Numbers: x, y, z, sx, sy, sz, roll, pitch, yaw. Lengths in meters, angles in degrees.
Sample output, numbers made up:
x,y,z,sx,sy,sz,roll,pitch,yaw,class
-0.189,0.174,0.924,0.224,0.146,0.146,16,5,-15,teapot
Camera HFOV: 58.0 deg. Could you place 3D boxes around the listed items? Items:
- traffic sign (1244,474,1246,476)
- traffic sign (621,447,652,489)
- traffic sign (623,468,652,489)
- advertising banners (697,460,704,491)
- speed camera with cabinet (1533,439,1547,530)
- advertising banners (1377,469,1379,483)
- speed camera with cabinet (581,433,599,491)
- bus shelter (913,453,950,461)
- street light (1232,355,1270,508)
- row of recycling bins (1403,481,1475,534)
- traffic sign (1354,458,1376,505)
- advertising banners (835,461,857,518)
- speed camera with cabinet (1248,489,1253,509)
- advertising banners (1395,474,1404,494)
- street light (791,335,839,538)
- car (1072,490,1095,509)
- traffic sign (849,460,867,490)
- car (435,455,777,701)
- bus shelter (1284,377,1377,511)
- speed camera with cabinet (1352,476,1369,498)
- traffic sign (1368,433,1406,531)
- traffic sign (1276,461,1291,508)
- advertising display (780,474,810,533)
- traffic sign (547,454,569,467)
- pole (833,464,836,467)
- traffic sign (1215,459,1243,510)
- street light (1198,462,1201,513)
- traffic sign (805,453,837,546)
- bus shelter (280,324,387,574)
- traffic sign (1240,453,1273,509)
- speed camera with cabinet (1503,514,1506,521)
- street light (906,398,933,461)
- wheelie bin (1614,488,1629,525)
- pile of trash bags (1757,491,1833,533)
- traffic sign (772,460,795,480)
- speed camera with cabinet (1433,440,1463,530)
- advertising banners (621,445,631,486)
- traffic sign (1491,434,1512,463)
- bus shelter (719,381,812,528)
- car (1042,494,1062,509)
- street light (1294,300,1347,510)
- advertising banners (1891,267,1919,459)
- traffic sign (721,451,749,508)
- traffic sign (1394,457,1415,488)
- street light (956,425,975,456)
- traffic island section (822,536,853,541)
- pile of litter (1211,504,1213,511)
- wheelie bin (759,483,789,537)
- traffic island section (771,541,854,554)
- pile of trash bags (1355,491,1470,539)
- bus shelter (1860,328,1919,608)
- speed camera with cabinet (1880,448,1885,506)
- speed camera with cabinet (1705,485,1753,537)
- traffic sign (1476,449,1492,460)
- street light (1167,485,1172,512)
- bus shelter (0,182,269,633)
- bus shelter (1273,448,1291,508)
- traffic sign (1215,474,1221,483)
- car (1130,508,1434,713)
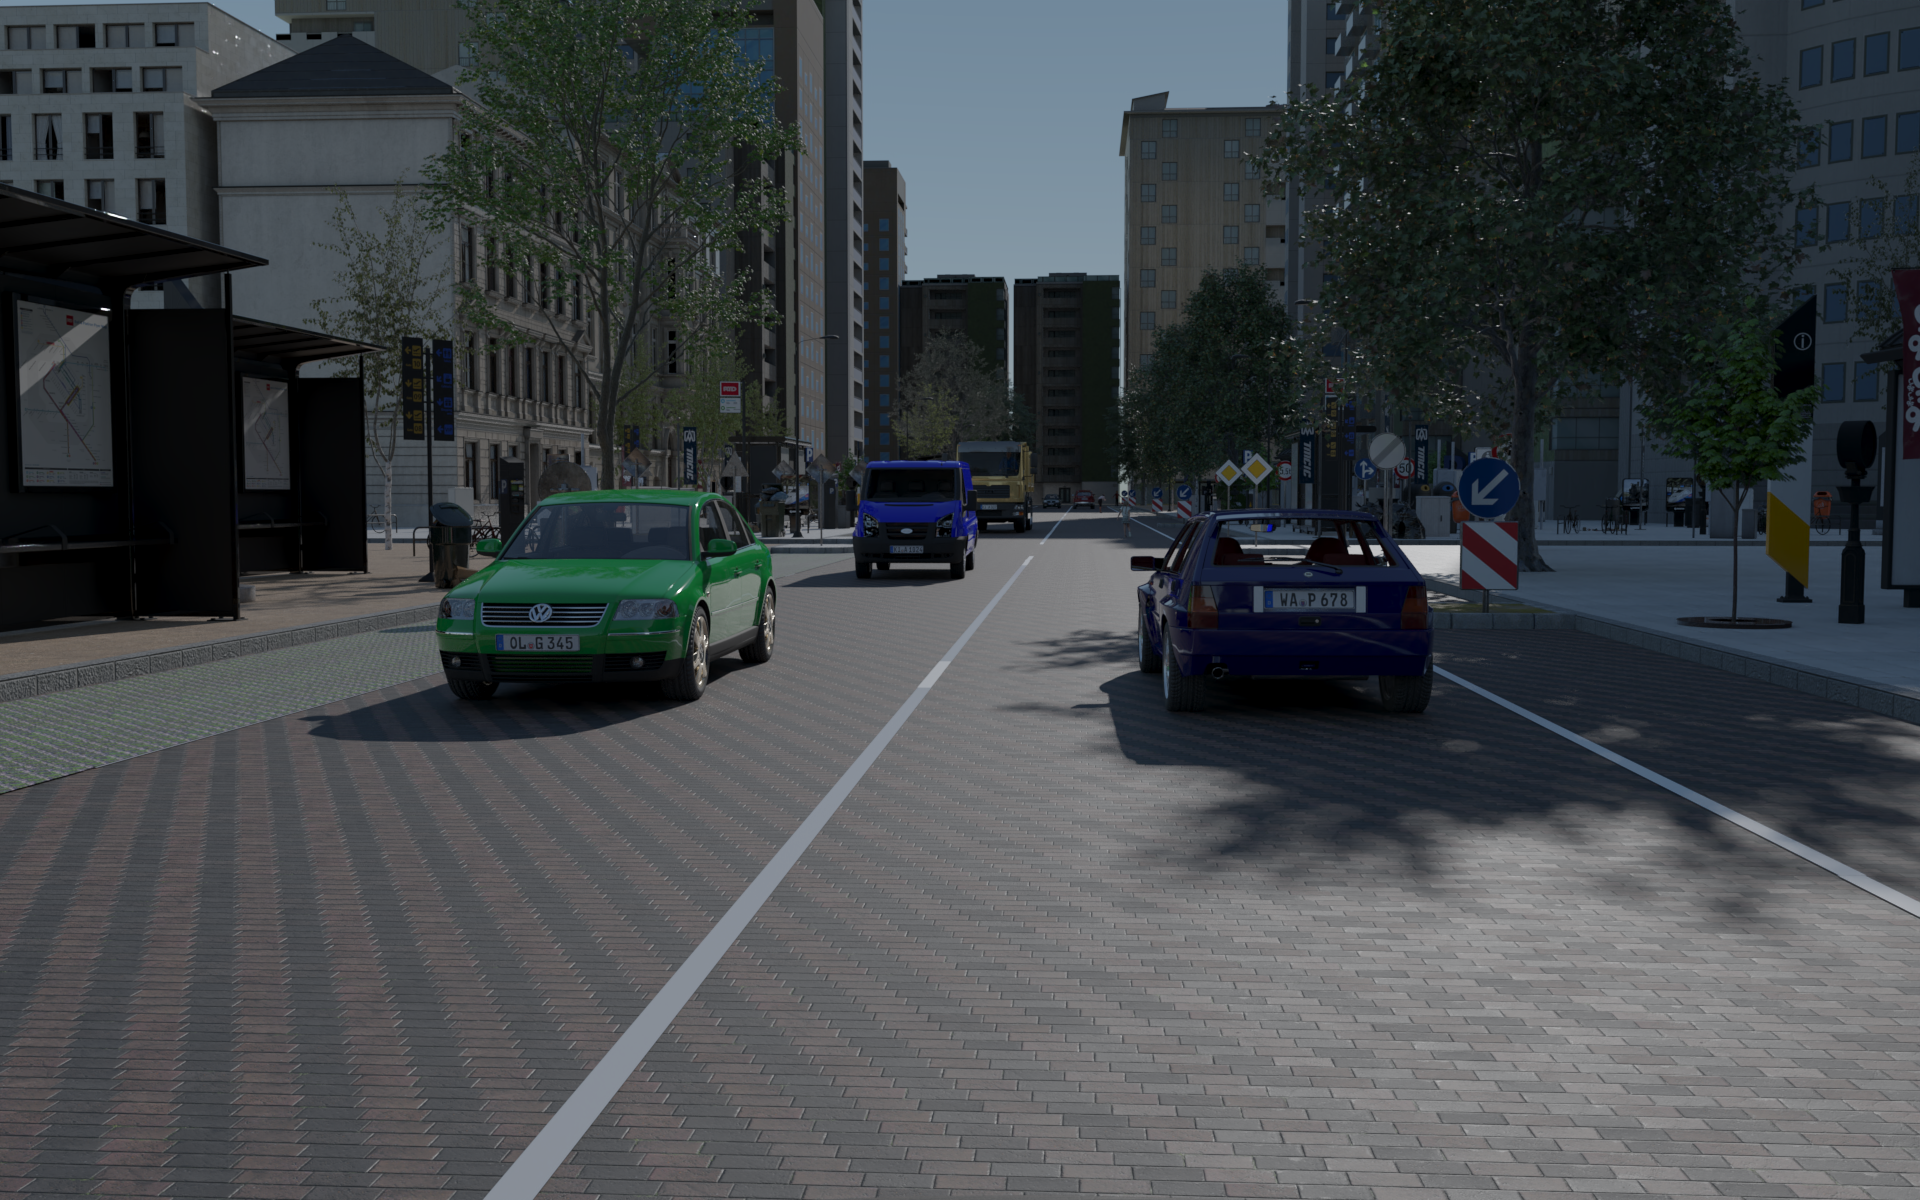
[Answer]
x,y,z,sx,sy,sz,roll,pitch,yaw,class
17.195,-6.340,103.759,0.768,2.556,0.104,1,4,10,traffic sign
-7.993,-2.547,42.823,0.795,2.450,0.064,1,4,9,traffic sign
-9.462,-3.110,50.845,0.884,2.594,0.081,1,4,9,traffic sign
-13.865,-5.673,88.947,2.074,3.025,0.090,2,4,35,advertising banners
20.817,-4.207,63.128,0.660,3.252,2.038,0,4,4,speed camera with cabinet
28.619,-7.548,119.593,0.090,3.025,2.074,0,4,-3,advertising banners
-11.985,-3.760,55.814,0.660,3.252,2.038,-1,4,-10,speed camera with cabinet
-1.721,-6.848,103.252,1.731,3.624,6.357,0,4,4,bus shelter
9.749,-5.211,57.748,1.470,5.913,1.316,0,4,4,street light
16.186,-3.006,56.266,3.534,1.692,1.069,0,4,2,row of recycling bins
14.423,-3.767,61.691,0.768,2.556,0.104,1,4,8,traffic sign
-6.095,-5.967,93.747,0.090,3.025,2.074,2,4,35,advertising banners
16.985,-6.540,101.270,0.660,3.252,2.038,2,4,34,speed camera with cabinet
21.250,-5.273,82.409,2.074,3.025,0.090,-3,4,-39,advertising banners
-4.243,-4.788,50.827,1.470,5.913,1.316,0,4,4,street light
11.918,-9.675,166.862,2.281,1.827,5.304,0,4,2,car
-2.864,-2.882,50.758,0.795,2.450,0.064,0,4,4,traffic sign
-2.583,-0.286,13.469,1.959,1.807,4.718,0,4,3,car
11.989,-4.867,57.207,2.179,5.291,8.768,0,4,4,bus shelter
20.785,-5.798,89.139,2.038,3.252,0.660,0,4,6,speed camera with cabinet
8.847,-2.193,35.969,0.768,2.556,0.104,0,4,6,traffic sign
12.438,-4.047,66.270,0.768,2.556,0.104,1,4,9,traffic sign
-5.375,-3.139,56.533,0.974,1.923,0.123,0,4,6,advertising display
-10.234,-2.570,44.153,0.606,2.300,0.079,1,4,12,traffic sign
-8.551,-7.580,117.774,0.158,3.312,0.155,0,3,0,pole
7.752,-2.835,49.992,0.795,2.450,0.064,0,4,4,traffic sign
12.143,-7.282,91.608,1.470,5.913,1.316,0,4,4,street light
-3.425,-2.395,42.793,0.795,2.450,0.064,0,4,4,traffic sign
-10.214,-2.046,24.736,1.731,3.624,6.357,0,4,4,bus shelter
7.191,-2.348,42.027,0.795,2.450,0.064,0,4,4,traffic sign
19.045,-4.086,61.137,2.038,3.252,0.660,-2,4,-32,speed camera with cabinet
-2.007,-6.787,83.511,1.470,5.913,1.316,0,4,4,street light
28.032,-3.989,73.126,0.693,1.594,0.980,0,4,5,wheelie bin
27.518,-2.976,58.407,3.447,1.369,1.912,2,4,33,pile of trash bags
-5.943,-3.495,58.321,0.795,2.450,0.064,0,4,5,traffic sign
17.606,-4.158,62.319,0.660,3.252,2.038,0,4,-1,speed camera with cabinet
-12.558,-4.022,61.950,2.074,3.025,0.090,1,4,18,advertising banners
11.443,-2.201,36.084,0.768,2.556,0.104,1,4,11,traffic sign
-7.249,-5.287,64.081,2.179,5.291,8.768,0,4,4,bus shelter
9.124,-9.894,171.553,2.009,1.686,4.222,0,4,6,car
8.693,-4.221,41.550,1.470,5.913,1.316,0,4,4,street light
8.219,-1.049,13.343,2.074,3.025,0.090,0,4,7,advertising banners
-6.796,-3.195,52.238,0.884,2.594,0.081,1,4,11,traffic sign
15.228,-3.620,59.294,0.768,2.556,0.104,1,4,10,traffic sign
0.287,-8.786,116.191,1.470,5.913,1.316,0,4,4,street light
-2.888,-1.746,50.821,2.009,0.180,2.903,0,4,4,traffic island section
15.042,-5.470,103.395,1.176,0.858,1.719,0,4,5,pile of litter
-5.558,-2.665,51.488,0.980,1.594,0.693,1,4,14,wheelie bin
-3.449,-1.258,42.856,2.009,0.180,2.903,0,4,4,traffic island section
12.975,-2.454,49.881,3.447,1.369,1.912,1,4,13,pile of trash bags
11.049,-1.408,16.940,2.014,3.302,5.546,0,4,4,bus shelter
18.212,-2.313,32.161,2.038,3.252,0.660,0,4,-8,speed camera with cabinet
23.505,-3.582,52.897,0.660,3.252,2.038,0,4,-1,speed camera with cabinet
11.646,-2.202,38.133,0.606,2.300,0.079,1,4,13,traffic sign
14.506,-9.281,124.283,1.470,5.913,1.316,0,4,4,street light
-8.002,-1.418,14.468,1.731,3.624,6.357,0,4,4,bus shelter
14.276,-4.755,71.670,2.014,3.302,5.546,0,4,4,bus shelter
14.034,-5.674,92.881,0.768,2.556,0.104,1,4,9,traffic sign
2.256,-0.008,12.718,1.945,1.354,3.894,0,4,2,car
